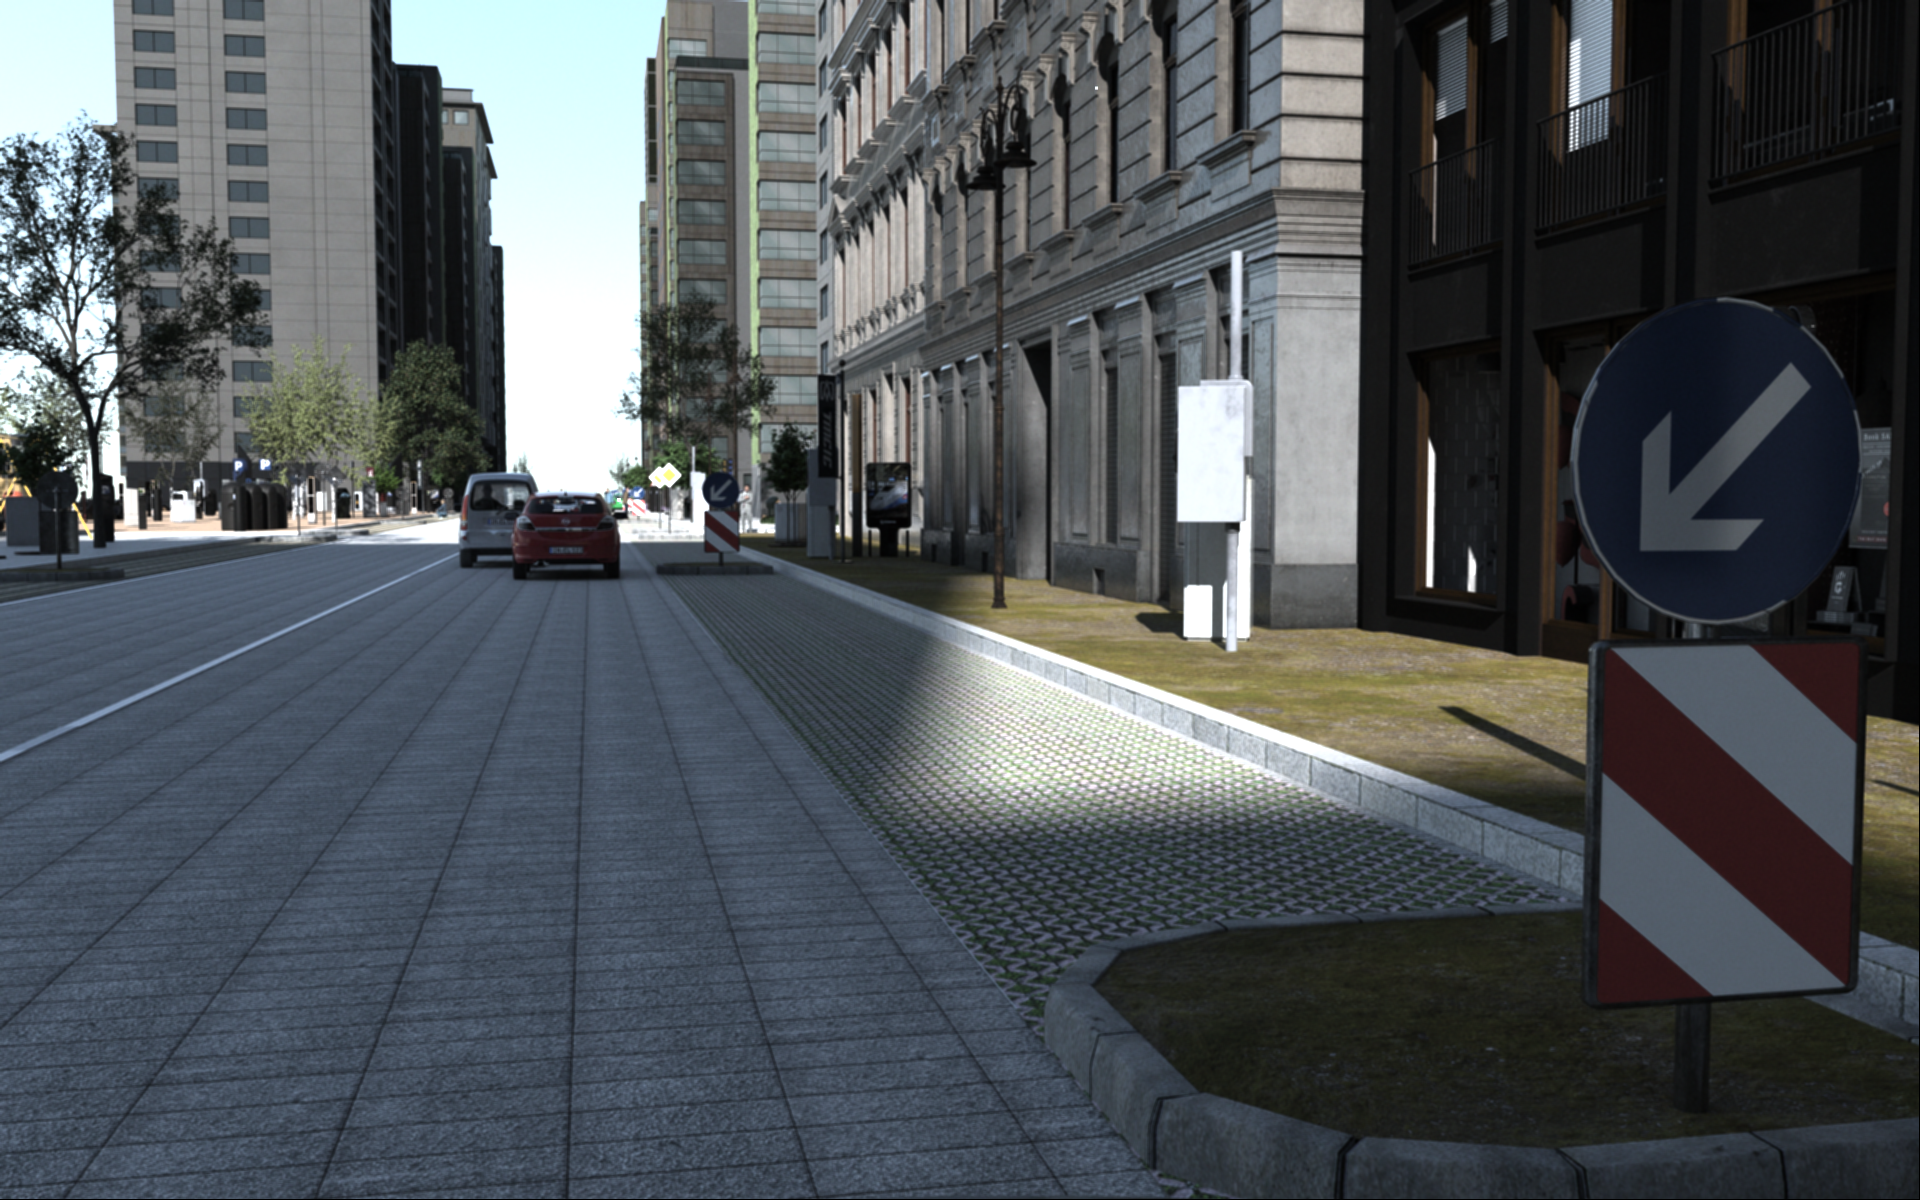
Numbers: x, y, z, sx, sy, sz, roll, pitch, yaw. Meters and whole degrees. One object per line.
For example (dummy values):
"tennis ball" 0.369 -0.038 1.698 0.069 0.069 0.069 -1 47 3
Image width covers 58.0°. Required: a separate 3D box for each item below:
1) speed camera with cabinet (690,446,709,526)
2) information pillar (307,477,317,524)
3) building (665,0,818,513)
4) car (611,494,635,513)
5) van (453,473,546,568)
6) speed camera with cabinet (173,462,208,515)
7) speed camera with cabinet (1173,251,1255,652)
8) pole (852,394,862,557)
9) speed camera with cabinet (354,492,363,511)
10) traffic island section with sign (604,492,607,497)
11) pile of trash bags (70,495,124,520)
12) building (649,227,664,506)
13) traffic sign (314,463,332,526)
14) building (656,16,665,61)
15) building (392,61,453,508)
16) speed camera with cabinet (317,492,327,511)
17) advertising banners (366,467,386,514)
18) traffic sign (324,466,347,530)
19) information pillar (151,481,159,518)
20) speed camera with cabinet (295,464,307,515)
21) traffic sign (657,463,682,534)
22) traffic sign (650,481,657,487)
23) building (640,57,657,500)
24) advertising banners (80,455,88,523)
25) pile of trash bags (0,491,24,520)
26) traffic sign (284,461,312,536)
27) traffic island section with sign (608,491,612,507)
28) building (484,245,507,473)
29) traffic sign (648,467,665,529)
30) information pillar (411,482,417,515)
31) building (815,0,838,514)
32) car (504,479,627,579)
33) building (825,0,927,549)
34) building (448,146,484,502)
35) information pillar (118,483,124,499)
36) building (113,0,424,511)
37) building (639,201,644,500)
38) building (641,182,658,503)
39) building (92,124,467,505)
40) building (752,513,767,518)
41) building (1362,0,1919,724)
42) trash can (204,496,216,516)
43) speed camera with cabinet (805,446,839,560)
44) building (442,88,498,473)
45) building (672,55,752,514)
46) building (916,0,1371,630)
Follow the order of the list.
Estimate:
"speed camera with cabinet" -10.655 -4.688 70.989 0.660 3.252 2.038 -1 4 -14
"information pillar" -27.850 -4.279 74.448 0.304 2.012 0.304 0 4 -3
"building" -17.984 -28.403 147.984 14.154 41.232 14.086 -1 4 -12
"car" -26.096 -7.660 134.034 1.959 1.807 4.718 -1 4 -12
"van" -9.286 -1.727 35.243 2.013 2.044 4.112 -1 4 -14
"speed camera with cabinet" -47.296 -6.847 106.289 2.038 3.252 0.660 0 4 -2
"speed camera with cabinet" 2.211 -1.258 14.909 0.660 3.252 2.038 1 4 12
"pole" -2.106 -2.546 35.474 0.158 3.312 0.155 0 3 0
"speed camera with cabinet" -45.551 -8.441 132.340 2.038 3.252 0.660 3 5 43
"traffic island section with sign" -31.963 -9.292 160.545 1.989 1.847 2.006 -1 4 -12
"pile of trash bags" -41.860 -4.653 85.833 3.447 1.369 1.912 1 4 17
"building" -26.988 -25.605 190.337 14.160 30.474 14.107 -1 4 -12
"traffic sign" -25.932 -4.311 70.591 0.768 2.556 0.104 0 4 -5
"building" -21.010 -31.322 162.219 14.600 45.320 14.200 -1 4 -12
"building" -55.115 -29.090 159.223 14.154 41.232 14.086 -1 4 -12
"speed camera with cabinet" -48.491 -8.265 129.468 2.038 3.252 0.660 -3 4 -37
"advertising banners" -37.808 -7.171 113.430 2.074 3.025 0.090 -2 4 -29
"traffic sign" -21.980 -3.509 61.008 0.795 2.450 0.064 -1 4 -12
"information pillar" -43.662 -5.473 93.973 0.304 2.012 0.304 3 5 40
"speed camera with cabinet" -40.361 -6.819 105.818 0.660 3.252 2.038 -1 4 -14
"traffic sign" -9.316 -3.172 55.507 0.795 2.450 0.064 -1 4 -12
"traffic sign" -21.552 -7.513 122.847 0.884 2.594 0.081 0 4 -5
"building" -43.167 -51.770 284.694 20.563 71.187 20.611 -1 4 -12
"advertising banners" -39.245 -4.981 77.634 0.090 3.025 2.074 -2 4 -35
"pile of trash bags" -28.760 -2.501 50.651 3.447 1.369 1.912 1 4 17
"traffic sign" -20.320 -3.031 53.197 0.795 2.450 0.064 -1 4 -12
"traffic island section with sign" -21.653 -6.329 112.101 1.989 1.847 2.006 -1 4 -12
"building" -79.969 -36.221 275.809 14.154 41.232 14.086 -1 4 -12
"traffic sign" -10.977 -3.650 63.318 0.795 2.450 0.064 -1 4 -12
"information pillar" -32.829 -6.095 104.149 0.304 2.012 0.304 -1 4 -14
"building" 4.862 -39.116 77.801 20.611 71.187 20.563 -1 4 -12
"car" -6.979 -1.325 30.697 2.155 1.783 4.494 -1 4 -13
"building" 3.078 -12.773 44.993 11.583 22.565 21.152 -1 4 -12
"building" -62.501 -31.399 196.962 14.154 41.232 14.086 -1 4 -12
"information pillar" -53.824 -6.526 111.193 0.304 2.012 0.304 -1 4 -18
"building" -54.893 -42.952 140.518 20.563 71.187 20.611 -1 4 -12
"building" -38.003 -34.300 244.398 14.154 41.232 14.086 -1 4 -12
"building" -34.554 -33.466 230.756 14.154 41.232 14.086 -1 4 -12
"building" -67.490 -29.641 176.509 32.217 40.220 23.993 -1 4 -12
"building" -5.025 -25.344 97.963 14.154 41.232 14.086 -1 4 -12
"building" 11.444 -10.977 9.151 12.332 23.373 15.834 -1 4 -12
"trash can" -44.236 -5.536 102.165 0.748 1.137 0.748 0 3 0
"speed camera with cabinet" -2.752 -2.445 34.308 0.660 3.252 2.038 0 4 -6
"building" -76.190 -39.006 226.990 28.713 52.752 27.495 -1 4 -12
"building" -12.651 -21.255 119.223 14.160 30.474 14.107 -1 4 -12
"building" 5.665 -10.780 25.397 9.793 20.994 18.267 -1 4 -12
